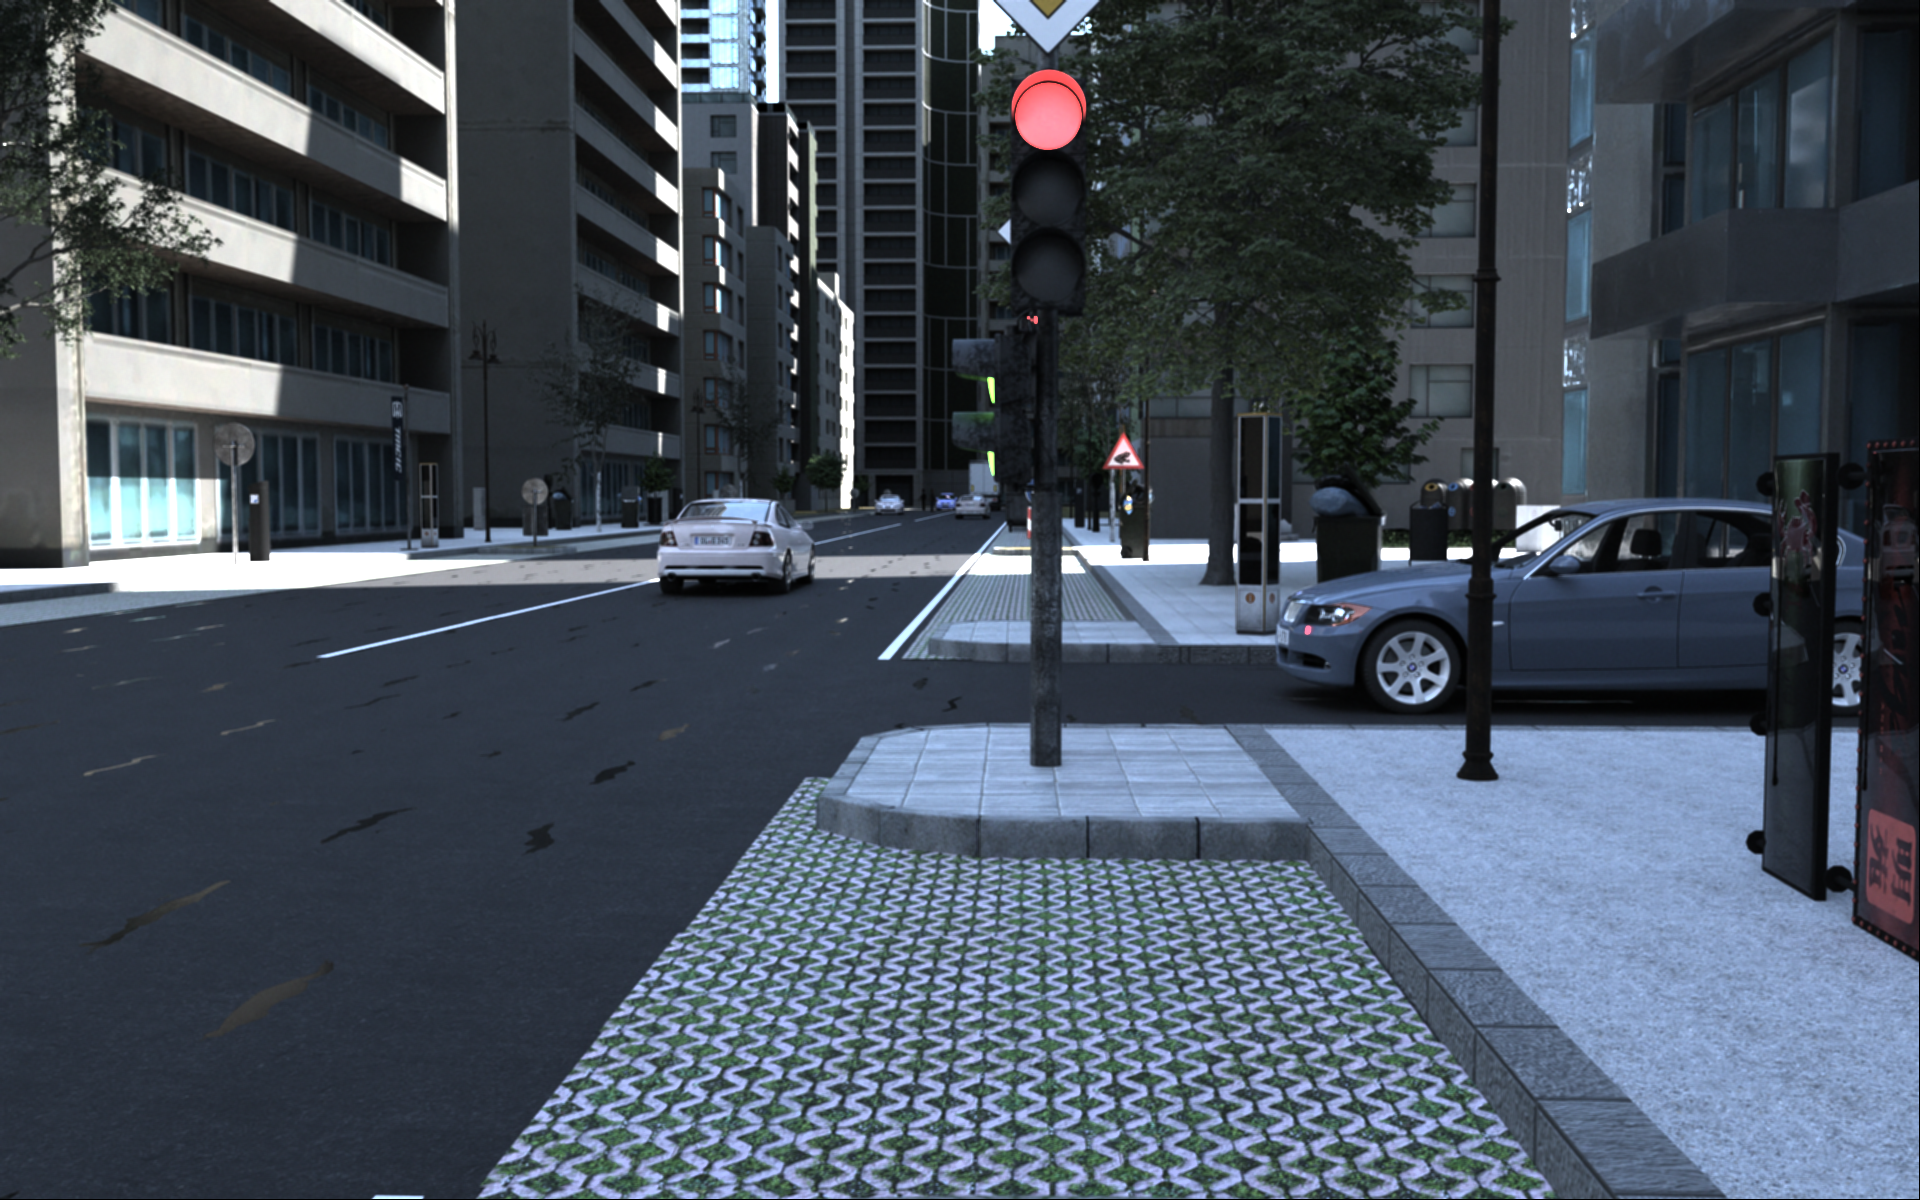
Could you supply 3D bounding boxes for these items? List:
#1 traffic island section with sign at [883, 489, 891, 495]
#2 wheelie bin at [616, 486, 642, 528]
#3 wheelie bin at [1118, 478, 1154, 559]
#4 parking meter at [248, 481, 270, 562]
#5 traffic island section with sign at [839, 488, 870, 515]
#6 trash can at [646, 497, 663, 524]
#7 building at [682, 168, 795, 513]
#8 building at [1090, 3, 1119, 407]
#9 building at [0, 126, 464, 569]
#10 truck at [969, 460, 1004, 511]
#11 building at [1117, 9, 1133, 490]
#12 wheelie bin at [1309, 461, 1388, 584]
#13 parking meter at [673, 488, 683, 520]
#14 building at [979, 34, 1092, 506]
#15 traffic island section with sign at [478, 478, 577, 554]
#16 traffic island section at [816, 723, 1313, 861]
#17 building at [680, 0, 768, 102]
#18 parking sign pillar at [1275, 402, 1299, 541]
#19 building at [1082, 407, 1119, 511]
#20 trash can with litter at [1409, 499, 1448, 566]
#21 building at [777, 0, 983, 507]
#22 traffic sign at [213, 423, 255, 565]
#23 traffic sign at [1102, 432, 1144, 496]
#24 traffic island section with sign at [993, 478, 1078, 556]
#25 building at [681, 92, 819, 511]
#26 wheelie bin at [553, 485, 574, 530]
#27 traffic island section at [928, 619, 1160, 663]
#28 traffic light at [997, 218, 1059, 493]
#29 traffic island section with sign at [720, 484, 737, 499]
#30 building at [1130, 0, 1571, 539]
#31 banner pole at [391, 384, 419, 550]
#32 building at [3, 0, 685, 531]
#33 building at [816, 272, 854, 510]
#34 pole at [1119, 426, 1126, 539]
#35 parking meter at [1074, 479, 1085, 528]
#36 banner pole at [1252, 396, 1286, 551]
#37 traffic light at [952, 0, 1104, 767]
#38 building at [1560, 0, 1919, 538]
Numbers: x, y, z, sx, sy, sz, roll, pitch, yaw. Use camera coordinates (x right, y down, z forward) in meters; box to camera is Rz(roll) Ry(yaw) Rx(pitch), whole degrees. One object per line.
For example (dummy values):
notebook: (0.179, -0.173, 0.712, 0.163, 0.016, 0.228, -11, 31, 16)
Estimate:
traffic island section with sign: (-6.062, -8.363, 145.368, 1.989, 1.847, 2.006, 0, 4, 2)
wheelie bin: (-12.540, -3.536, 65.718, 0.980, 1.594, 0.693, 0, 4, -5)
wheelie bin: (3.513, -1.631, 34.579, 0.693, 1.594, 0.980, 1, 4, 9)
parking meter: (-13.313, -1.497, 32.892, 0.372, 1.533, 0.369, 0, 3, 0)
traffic island section with sign: (-7.173, -6.712, 118.363, 1.989, 1.847, 2.006, 0, 4, 2)
trash can: (-13.212, -3.872, 74.954, 0.748, 1.137, 0.748, 0, 3, 0)
building: (-25.966, -16.021, 106.987, 27.650, 21.520, 28.899, 0, 4, 2)
building: (25.201, -34.296, 149.979, 28.713, 52.752, 27.495, 0, 4, 2)
building: (-25.566, -25.405, 39.078, 21.300, 48.544, 21.600, 0, 4, 2)
truck: (2.264, -9.815, 149.389, 2.839, 4.237, 11.283, 0, 4, 3)
building: (16.265, -27.425, 98.517, 14.600, 45.320, 14.200, 0, 4, 2)
wheelie bin: (3.709, -0.530, 16.571, 0.693, 1.594, 0.980, 1, 4, 18)
parking meter: (-11.217, -3.696, 68.839, 0.372, 1.533, 0.369, 0, 3, 0)
building: (13.018, -34.456, 187.052, 21.600, 48.544, 21.300, 0, 4, 2)
traffic island section with sign: (-10.353, -2.026, 41.750, 1.989, 1.847, 2.006, 0, 4, 2)
traffic island section: (0.428, 0.861, 8.206, 2.009, 0.180, 2.903, 0, 4, 2)
building: (-33.867, -53.504, 187.460, 31.000, 86.520, 22.319, 0, 4, 2)
parking sign pillar: (8.587, -3.612, 47.535, 1.447, 3.967, 1.447, 3, 5, 44)
building: (20.216, -49.374, 119.936, 22.319, 86.520, 31.000, 0, 4, 2)
trash can with litter: (6.972, -0.806, 24.238, 2.233, 1.210, 1.678, 0, 4, 8)
building: (-8.113, -45.744, 186.169, 20.611, 71.187, 20.563, 0, 4, 2)
traffic sign: (-13.032, -1.895, 31.088, 0.768, 2.556, 0.104, 0, 4, 4)
traffic sign: (3.455, -2.242, 36.657, 0.884, 2.594, 0.081, 0, 4, 7)
traffic island section with sign: (1.772, -1.965, 40.762, 1.989, 1.847, 2.006, 0, 4, 2)
building: (-18.363, -21.810, 128.292, 14.160, 30.474, 14.107, 0, 4, 2)
wheelie bin: (-14.231, -3.316, 62.128, 0.693, 1.594, 0.980, 0, 4, -7)
traffic island section: (0.758, 0.373, 16.184, 2.009, 0.180, 2.903, 0, 4, 2)
traffic light: (0.719, -1.661, 16.072, 0.839, 4.253, 0.868, 0, 4, 2)
traffic island section with sign: (-9.233, -3.686, 68.888, 1.989, 1.847, 2.006, 0, 4, 2)
building: (12.437, -22.701, 54.748, 14.154, 41.232, 14.086, 0, 4, 2)
banner pole: (-12.653, -3.014, 39.295, 0.401, 3.779, 0.863, 1, 4, 13)
building: (-24.820, -27.611, 75.142, 21.300, 48.544, 21.600, 0, 4, 2)
building: (-25.203, -18.822, 152.771, 28.899, 21.520, 27.650, 0, 4, 2)
pole: (4.692, -3.431, 49.932, 0.158, 3.312, 0.155, 0, 3, 0)
parking meter: (4.583, -3.719, 66.509, 0.399, 1.863, 0.255, 1, 4, 14)
banner pole: (6.956, -3.002, 39.093, 0.863, 3.779, 0.401, 2, 4, 24)
traffic light: (0.388, -1.173, 8.094, 0.839, 4.253, 0.868, 0, 4, 2)
building: (24.637, -24.716, 23.714, 30.456, 49.044, 23.786, 0, 4, 2)
